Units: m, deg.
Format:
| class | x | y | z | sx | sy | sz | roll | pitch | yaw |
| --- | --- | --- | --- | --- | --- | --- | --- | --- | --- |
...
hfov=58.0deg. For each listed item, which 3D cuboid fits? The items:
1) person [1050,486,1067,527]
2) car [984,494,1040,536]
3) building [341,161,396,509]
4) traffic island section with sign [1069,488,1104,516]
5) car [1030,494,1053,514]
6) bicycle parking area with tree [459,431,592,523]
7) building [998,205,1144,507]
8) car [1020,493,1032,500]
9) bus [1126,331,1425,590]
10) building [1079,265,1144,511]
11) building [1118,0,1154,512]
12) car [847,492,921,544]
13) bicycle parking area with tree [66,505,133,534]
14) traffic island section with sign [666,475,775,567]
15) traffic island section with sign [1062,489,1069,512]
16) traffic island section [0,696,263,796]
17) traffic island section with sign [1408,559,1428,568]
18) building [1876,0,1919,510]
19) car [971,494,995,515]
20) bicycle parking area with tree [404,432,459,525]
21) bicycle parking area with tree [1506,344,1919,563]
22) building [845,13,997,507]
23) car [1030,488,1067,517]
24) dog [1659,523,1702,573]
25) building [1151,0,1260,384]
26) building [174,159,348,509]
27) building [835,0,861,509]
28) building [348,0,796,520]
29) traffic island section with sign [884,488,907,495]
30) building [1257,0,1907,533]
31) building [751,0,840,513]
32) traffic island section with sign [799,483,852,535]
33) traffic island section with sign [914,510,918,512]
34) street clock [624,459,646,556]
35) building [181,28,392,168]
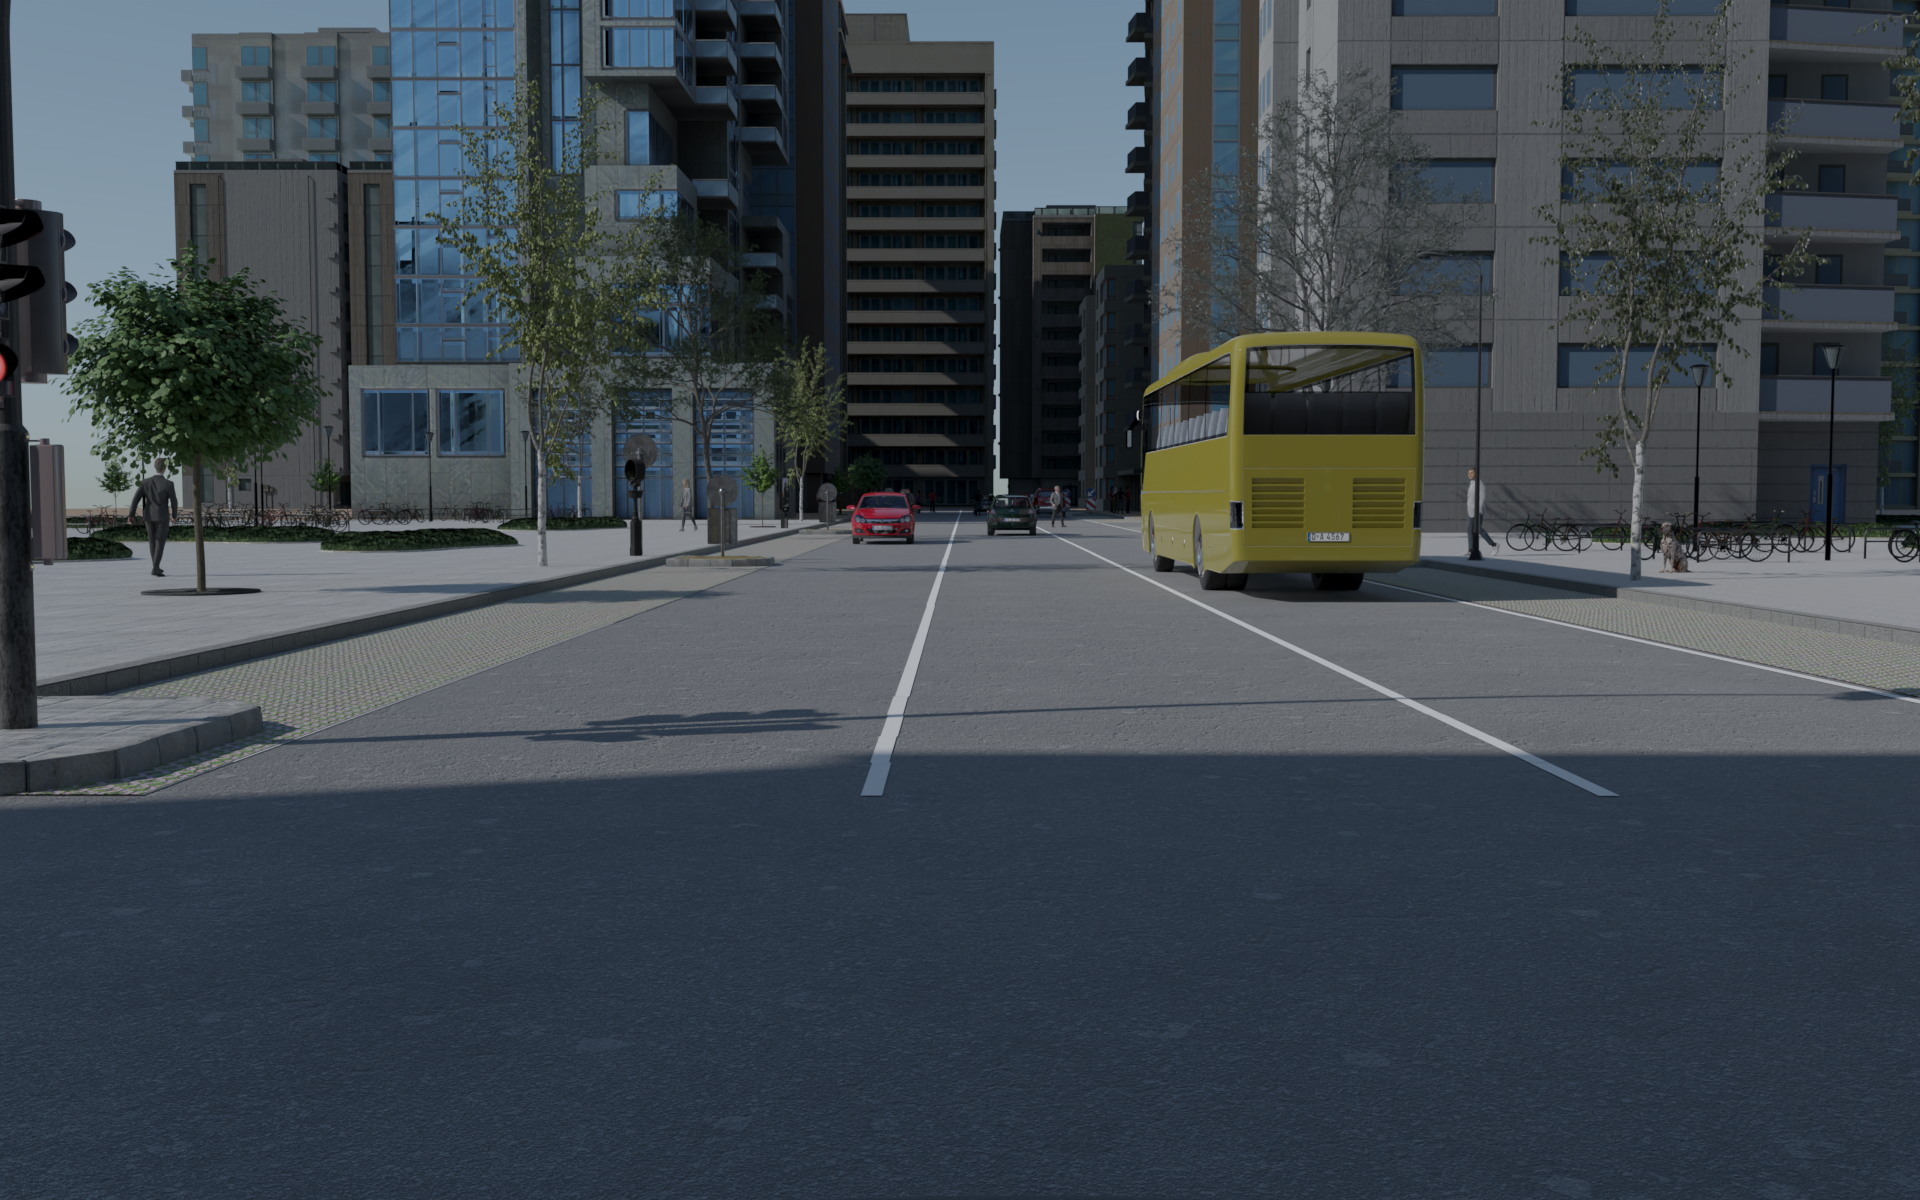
| class | x | y | z | sx | sy | sz | roll | pitch | yaw |
| --- | --- | --- | --- | --- | --- | --- | --- | --- | --- |
| person | 4.226 | -4.005 | 74.388 | 0.661 | 1.777 | 0.834 | -3 | 4 | -39 |
| car | 1.828 | -3.125 | 60.881 | 2.009 | 1.686 | 4.222 | 0 | 4 | 2 |
| building | -44.514 | -23.317 | 152.928 | 14.107 | 30.474 | 14.160 | 0 | 4 | 0 |
| traffic island section with sign | 8.329 | -6.348 | 112.418 | 1.989 | 1.847 | 2.006 | 0 | 4 | 0 |
| car | 5.733 | -6.820 | 121.100 | 1.945 | 1.707 | 3.694 | 0 | 3 | 0 |
| bicycle parking area with tree | -22.024 | -5.658 | 79.504 | 8.231 | 4.147 | 9.016 | 2 | 4 | 33 |
| building | 11.020 | -24.720 | 175.880 | 14.107 | 30.474 | 14.160 | 0 | 4 | 0 |
| car | 5.539 | -8.844 | 153.640 | 2.155 | 1.783 | 4.494 | 0 | 4 | 1 |
| bus | 4.778 | -2.268 | 28.621 | 2.896 | 3.916 | 12.252 | 0 | 4 | 0 |
| building | 24.747 | -18.363 | 145.274 | 27.650 | 21.520 | 28.899 | 0 | 4 | 0 |
| building | 22.607 | -28.203 | 115.743 | 22.147 | 44.769 | 28.867 | 0 | 4 | 0 |
| car | -2.231 | -2.561 | 50.911 | 2.155 | 1.783 | 4.494 | 0 | 4 | -1 |
| bicycle parking area with tree | -24.653 | -4.253 | 56.539 | 9.016 | 4.147 | 8.231 | 2 | 4 | 30 |
| traffic island section with sign | -4.769 | -1.600 | 34.789 | 1.989 | 1.847 | 2.006 | 0 | 4 | 0 |
| traffic island section with sign | 8.431 | -7.997 | 139.373 | 1.989 | 1.847 | 2.006 | 0 | 4 | 0 |
| traffic island section | -5.195 | 0.781 | 9.513 | 2.009 | 0.180 | 2.903 | 0 | 4 | 0 |
| traffic island section with sign | 8.043 | -1.573 | 34.354 | 1.989 | 1.847 | 2.006 | 0 | 4 | 0 |
| building | 67.063 | -30.175 | 147.985 | 28.867 | 44.769 | 22.147 | 0 | 4 | 0 |
| car | 1.799 | -6.911 | 122.784 | 2.009 | 1.686 | 4.222 | 0 | 4 | -1 |
| bicycle parking area with tree | -26.838 | -5.101 | 70.395 | 9.016 | 4.147 | 8.231 | 1 | 4 | 22 |
| bicycle parking area with tree | 16.391 | -2.989 | 35.871 | 9.016 | 4.147 | 8.231 | 1 | 4 | 9 |
| building | -7.155 | -33.988 | 179.403 | 21.600 | 48.544 | 21.300 | 0 | 4 | 0 |
| car | 5.502 | -6.044 | 107.492 | 2.281 | 1.827 | 5.304 | 0 | 4 | 2 |
| dog | 11.767 | -0.847 | 28.228 | 0.800 | 0.831 | 0.513 | 1 | 4 | 11 |
| building | 18.108 | -27.139 | 93.835 | 14.600 | 45.320 | 14.200 | 0 | 4 | 0 |
| building | -59.149 | -23.321 | 152.994 | 14.107 | 30.474 | 14.160 | 0 | 4 | 0 |
| building | -22.408 | -30.221 | 148.737 | 28.867 | 44.769 | 22.147 | 0 | 4 | 0 |
| building | -20.263 | -48.056 | 98.394 | 22.319 | 86.520 | 31.000 | 0 | 4 | 0 |
| traffic island section with sign | -4.497 | -6.278 | 111.270 | 1.989 | 1.847 | 2.006 | 0 | 4 | 0 |
| building | 22.807 | -32.257 | 69.397 | 21.231 | 58.520 | 28.212 | 0 | 4 | 0 |
| building | -15.940 | -28.874 | 122.194 | 14.600 | 45.320 | 14.200 | 0 | 4 | 0 |
| traffic island section with sign | -4.668 | -3.249 | 61.744 | 1.989 | 1.847 | 2.006 | 0 | 4 | 0 |
| traffic island section with sign | -4.399 | -7.933 | 138.337 | 1.989 | 1.847 | 2.006 | 0 | 4 | 0 |
| street clock | -6.719 | -1.913 | 35.853 | 0.358 | 2.002 | 0.471 | -3 | 5 | -43 |
| building | -62.670 | -34.325 | 180.828 | 30.456 | 49.044 | 23.786 | 0 | 4 | 0 |
